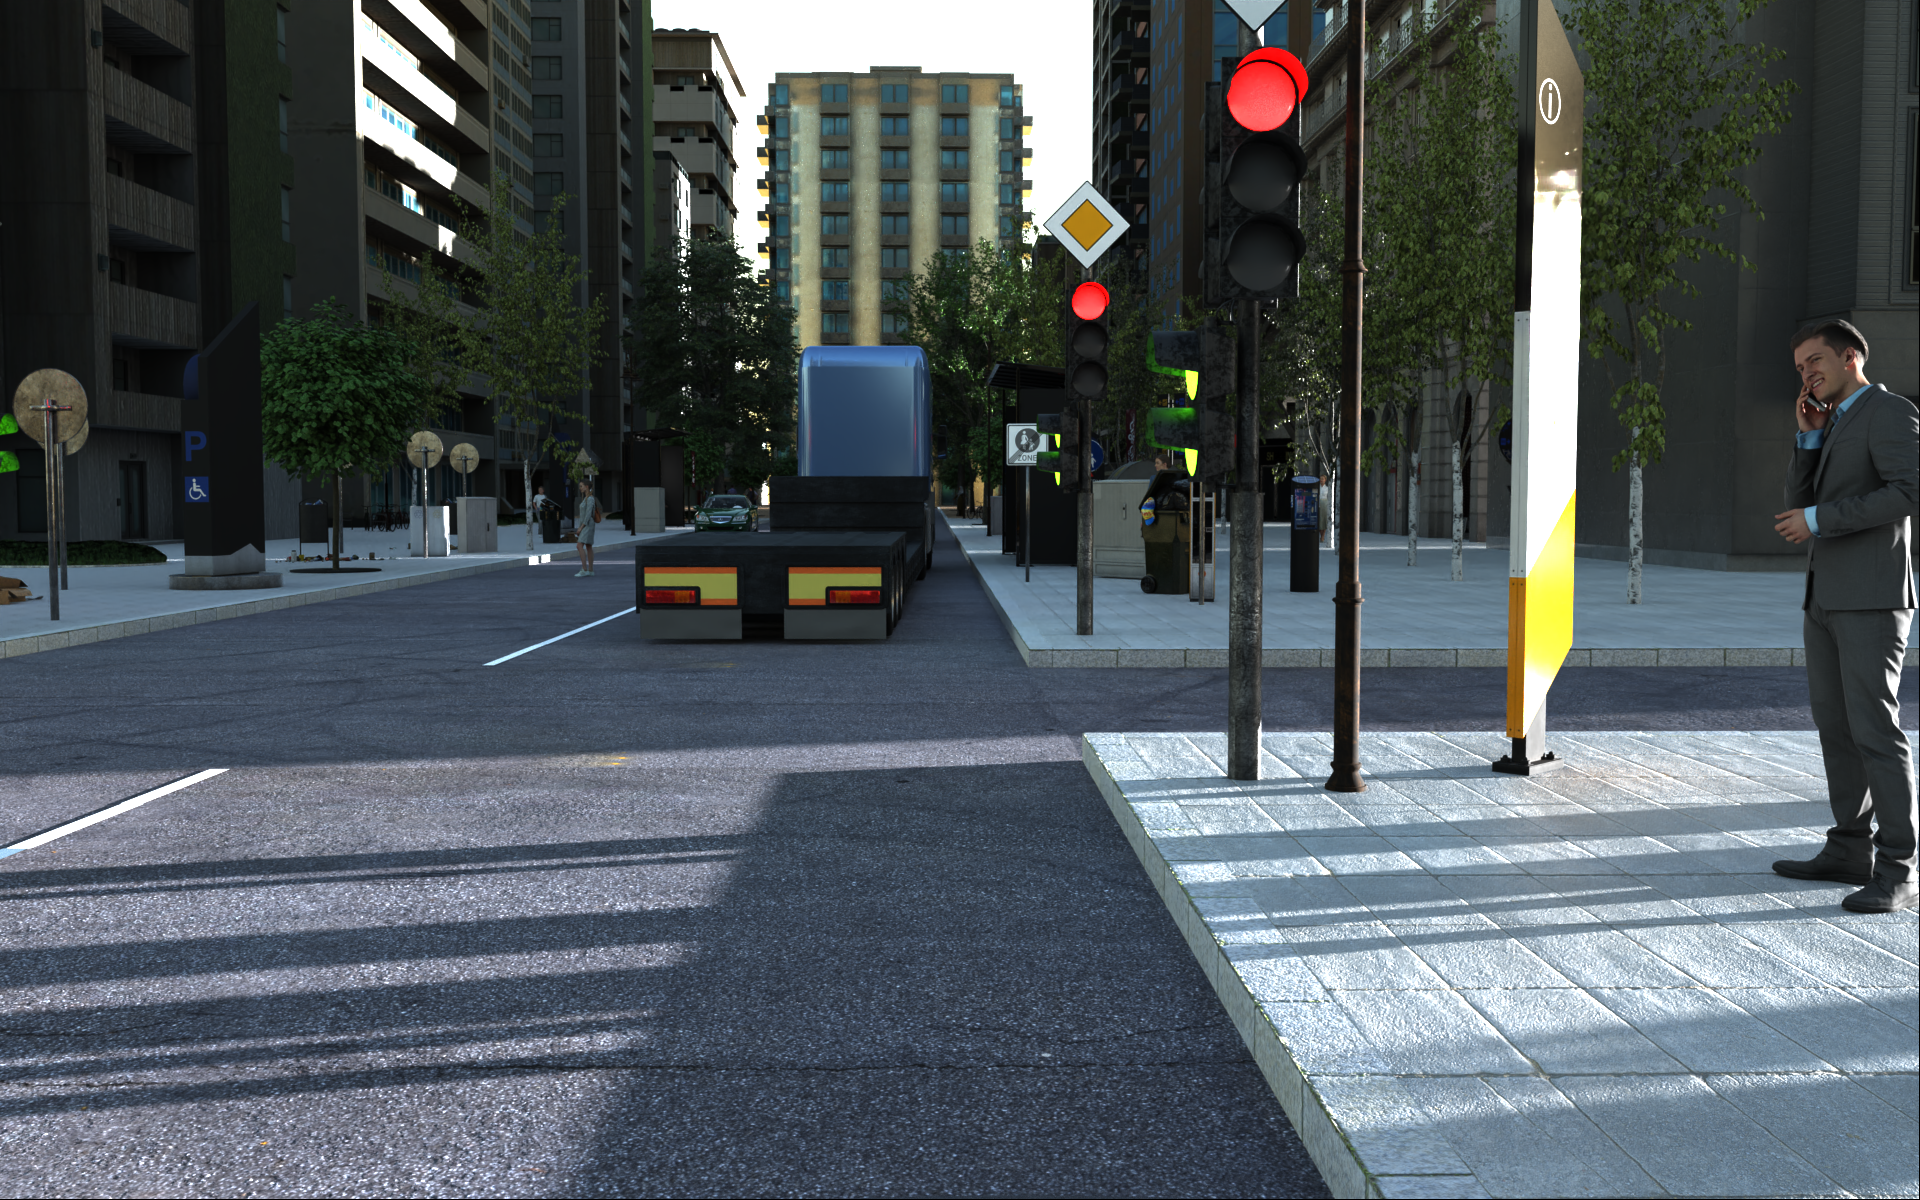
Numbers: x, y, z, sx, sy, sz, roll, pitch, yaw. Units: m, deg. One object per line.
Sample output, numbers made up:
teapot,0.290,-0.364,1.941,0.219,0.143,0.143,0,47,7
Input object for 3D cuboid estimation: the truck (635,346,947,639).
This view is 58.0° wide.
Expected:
truck,-1.798,-2.197,25.682,2.967,4.110,18.799,0,4,0

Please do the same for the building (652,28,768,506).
building,-37.268,-37.245,198.192,27.495,52.752,28.713,0,4,-1

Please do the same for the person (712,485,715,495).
person,-13.766,-5.628,97.684,0.705,1.869,1.348,2,4,25

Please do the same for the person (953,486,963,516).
person,-0.032,-5.669,99.462,0.721,1.736,1.217,-2,4,-32

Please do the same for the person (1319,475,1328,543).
person,9.629,-2.436,46.093,0.478,1.798,0.641,2,4,25

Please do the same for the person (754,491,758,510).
person,-14.327,-6.898,119.769,0.756,1.711,0.436,-1,4,-10

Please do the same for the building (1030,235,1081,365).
building,15.122,-25.702,191.930,14.107,30.474,14.160,0,4,-1

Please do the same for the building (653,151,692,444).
building,-30.505,-23.043,148.452,14.107,30.474,14.160,0,4,-1

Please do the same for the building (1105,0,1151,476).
building,22.079,-28.504,120.671,22.147,44.769,28.867,0,4,-1

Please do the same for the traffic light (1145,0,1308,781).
traffic light,1.265,-1.149,7.711,0.839,4.253,0.868,0,4,-1

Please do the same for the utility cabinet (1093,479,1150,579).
utility cabinet,2.519,-1.076,26.277,0.318,1.500,1.173,-3,5,-41

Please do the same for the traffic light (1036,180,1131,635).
traffic light,1.121,-1.638,15.694,0.839,4.253,0.868,0,4,-1

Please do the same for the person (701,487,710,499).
person,-20.336,-8.089,138.277,0.705,1.826,1.348,2,4,28

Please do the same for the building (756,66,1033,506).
building,-7.259,-35.297,196.720,30.456,49.044,23.786,0,4,-1

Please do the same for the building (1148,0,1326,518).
building,18.536,-27.399,98.092,14.600,45.320,14.200,0,4,-1

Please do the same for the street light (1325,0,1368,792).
street light,1.678,-2.114,7.354,0.468,5.910,1.993,0,4,-1

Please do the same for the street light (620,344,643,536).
street light,-10.105,-4.929,53.374,0.468,5.910,1.993,0,4,-1

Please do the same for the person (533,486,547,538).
person,-12.315,-2.600,51.152,0.523,1.515,0.503,2,4,29

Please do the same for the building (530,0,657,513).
building,-29.497,-26.797,121.729,14.154,41.232,14.086,0,4,-1

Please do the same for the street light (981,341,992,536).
street light,0.882,-4.877,52.533,0.468,5.910,1.993,0,4,-1

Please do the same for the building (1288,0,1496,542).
building,19.379,-13.160,56.962,13.314,21.916,24.055,0,4,-1

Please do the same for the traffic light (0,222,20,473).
traffic light,-8.938,-1.626,15.498,0.839,4.253,0.868,0,4,-1

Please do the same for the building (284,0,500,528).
building,-33.583,-27.600,74.956,21.300,48.544,21.600,0,4,-1

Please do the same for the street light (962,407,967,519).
street light,0.216,-7.188,90.319,0.468,5.910,1.993,0,4,-1

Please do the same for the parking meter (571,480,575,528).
parking meter,-13.667,-3.353,60.527,0.399,1.863,0.255,0,3,0

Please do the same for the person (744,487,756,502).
person,-14.409,-6.847,118.529,0.617,1.759,0.750,3,5,42

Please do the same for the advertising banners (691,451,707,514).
advertising banners,-10.751,-4.593,71.288,0.090,3.025,2.074,1,4,8

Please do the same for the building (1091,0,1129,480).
building,20.003,-43.211,144.745,20.563,71.187,20.611,0,4,-1

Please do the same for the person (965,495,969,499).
person,0.111,-7.979,136.507,1.348,1.822,0.705,3,5,39

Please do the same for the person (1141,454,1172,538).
person,2.789,-1.072,23.599,0.581,1.822,0.654,2,4,30

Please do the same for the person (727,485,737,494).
person,-13.572,-5.972,103.549,0.709,1.838,0.599,0,4,6

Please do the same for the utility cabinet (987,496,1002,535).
utility cabinet,1.273,-2.656,54.590,0.306,1.237,1.020,3,4,38

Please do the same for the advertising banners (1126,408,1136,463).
advertising banners,3.725,-2.354,34.674,0.090,3.025,2.074,-1,4,-17

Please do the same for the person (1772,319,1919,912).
person,2.823,0.018,5.557,0.447,1.846,0.655,0,4,3

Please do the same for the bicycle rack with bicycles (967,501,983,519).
bicycle rack with bicycles,2.057,-4.541,87.634,2.852,0.926,2.925,-2,4,-31

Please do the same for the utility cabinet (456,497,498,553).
utility cabinet,-10.610,-1.647,38.097,0.306,1.237,1.020,2,4,24

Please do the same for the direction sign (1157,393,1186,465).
direction sign,4.764,-2.880,39.078,0.379,3.537,0.876,-3,4,-38

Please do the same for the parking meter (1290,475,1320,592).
parking meter,4.528,-0.876,22.731,0.372,1.533,0.369,0,3,0

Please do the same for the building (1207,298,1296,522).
building,20.095,-13.187,83.053,16.820,18.784,16.811,0,4,-1

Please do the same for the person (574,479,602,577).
person,-6.513,-1.268,30.242,0.522,1.701,0.512,-1,4,-22

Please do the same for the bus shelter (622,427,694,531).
bus shelter,-11.074,-4.437,63.830,1.731,3.624,6.357,0,4,-1

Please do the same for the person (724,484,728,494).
person,-14.418,-6.142,106.102,1.348,1.869,0.705,2,4,28

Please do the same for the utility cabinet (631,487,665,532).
utility cabinet,-10.348,-2.987,57.523,1.173,1.500,0.318,2,4,28

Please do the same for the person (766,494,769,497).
person,-16.324,-8.791,150.599,1.217,1.723,0.721,-2,4,-24

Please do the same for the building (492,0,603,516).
building,-38.768,-25.082,101.979,32.217,40.220,23.993,0,4,-1

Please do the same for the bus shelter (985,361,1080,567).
bus shelter,1.446,-2.591,33.638,1.731,3.624,6.357,0,4,-1

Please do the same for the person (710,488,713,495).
person,-23.364,-9.606,163.191,0.705,1.814,1.350,-1,4,-21

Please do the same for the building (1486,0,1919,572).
building,27.452,-13.109,33.405,30.058,24.678,14.314,0,4,-1
